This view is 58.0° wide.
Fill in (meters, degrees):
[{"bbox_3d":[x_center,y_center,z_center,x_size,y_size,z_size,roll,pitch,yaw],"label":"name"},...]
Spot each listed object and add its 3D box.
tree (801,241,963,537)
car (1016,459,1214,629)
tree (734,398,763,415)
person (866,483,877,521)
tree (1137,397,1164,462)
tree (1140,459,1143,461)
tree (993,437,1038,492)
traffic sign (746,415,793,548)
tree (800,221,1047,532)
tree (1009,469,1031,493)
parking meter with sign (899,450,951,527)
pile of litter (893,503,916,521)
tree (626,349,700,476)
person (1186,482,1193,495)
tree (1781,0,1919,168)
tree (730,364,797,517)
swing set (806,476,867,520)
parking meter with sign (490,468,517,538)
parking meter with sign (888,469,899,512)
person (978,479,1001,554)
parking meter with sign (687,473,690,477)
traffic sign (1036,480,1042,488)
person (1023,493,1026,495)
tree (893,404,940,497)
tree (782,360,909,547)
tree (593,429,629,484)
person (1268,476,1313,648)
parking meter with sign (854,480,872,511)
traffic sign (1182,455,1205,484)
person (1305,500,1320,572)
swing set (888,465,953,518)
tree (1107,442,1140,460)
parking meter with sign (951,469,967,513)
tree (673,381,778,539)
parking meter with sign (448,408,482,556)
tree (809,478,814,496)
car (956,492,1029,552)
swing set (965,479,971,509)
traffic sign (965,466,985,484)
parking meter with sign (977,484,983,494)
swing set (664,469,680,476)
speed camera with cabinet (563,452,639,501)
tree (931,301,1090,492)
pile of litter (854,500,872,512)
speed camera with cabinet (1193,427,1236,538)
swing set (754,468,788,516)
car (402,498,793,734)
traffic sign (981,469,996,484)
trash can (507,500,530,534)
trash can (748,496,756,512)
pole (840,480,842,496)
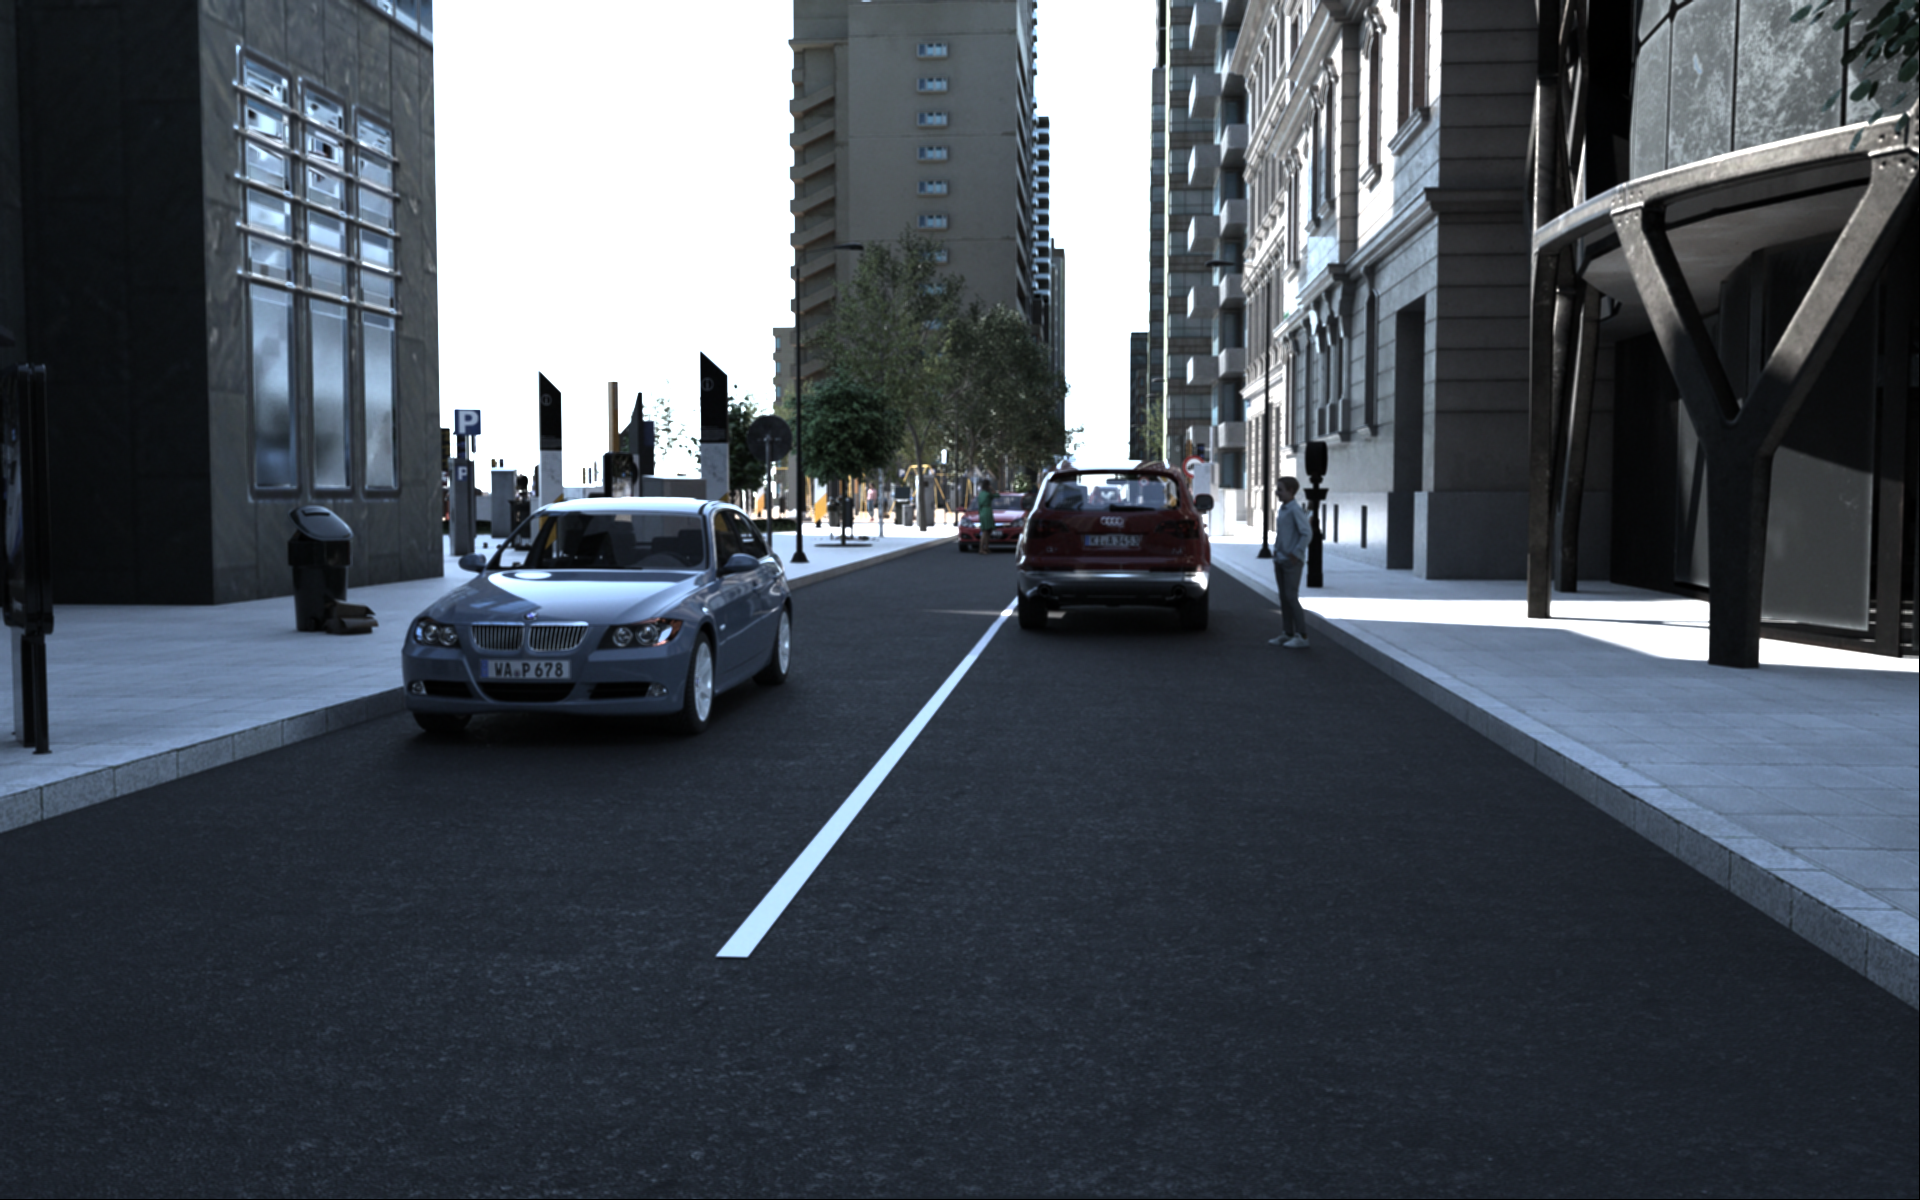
[{"bbox_3d":[-2.108,-6.181,51.416,4.737,8.622,4.395,0,3,0],"label":"tree"},{"bbox_3d":[1.795,-0.690,19.958,2.281,1.827,5.304,0,4,6],"label":"car"},{"bbox_3d":[-16.984,-10.802,126.977,4.360,8.622,3.978,0,3,0],"label":"tree"},{"bbox_3d":[-4.170,-4.596,81.189,0.555,1.821,0.388,2,4,27],"label":"person"},{"bbox_3d":[15.177,-10.821,127.285,4.737,8.622,4.395,0,3,0],"label":"tree"},{"bbox_3d":[16.633,-10.833,160.829,4.285,4.588,4.351,0,3,0],"label":"tree"},{"bbox_3d":[3.483,-9.961,113.232,4.360,8.622,3.978,0,3,0],"label":"tree"},{"bbox_3d":[-3.068,-1.697,27.845,0.768,2.556,0.104,1,4,10],"label":"traffic sign"},{"bbox_3d":[-1.246,-7.605,58.760,8.767,10.594,7.601,0,4,-4],"label":"tree"},{"bbox_3d":[4.645,-8.274,129.883,1.663,3.219,1.824,0,3,0],"label":"tree"},{"bbox_3d":[-1.379,-4.391,68.049,1.738,3.016,0.543,-1,4,-16],"label":"parking meter with sign"},{"bbox_3d":[-2.564,-4.310,84.437,1.176,0.858,1.719,-2,4,-27],"label":"pile of litter"},{"bbox_3d":[-15.386,-8.473,88.897,4.360,8.622,3.978,0,3,0],"label":"tree"},{"bbox_3d":[8.422,-3.520,64.181,0.593,1.750,0.643,3,5,40],"label":"person"},{"bbox_3d":[4.552,-1.341,5.647,4.285,4.588,4.351,0,3,0],"label":"tree"},{"bbox_3d":[-12.080,-9.064,98.555,4.737,8.622,4.395,0,3,0],"label":"tree"},{"bbox_3d":[-6.152,-5.492,87.416,3.119,2.851,2.862,0,4,2],"label":"swing set"},{"bbox_3d":[-13.296,-3.314,50.452,1.738,3.016,0.543,0,4,-6],"label":"parking meter with sign"},{"bbox_3d":[-4.491,-7.651,121.354,0.543,3.016,1.738,-2,4,-32],"label":"parking meter with sign"},{"bbox_3d":[0.611,-2.002,41.482,0.600,1.795,0.529,3,5,44],"label":"person"},{"bbox_3d":[-21.827,-8.976,143.017,1.738,3.016,0.543,-3,5,-44],"label":"parking meter with sign"},{"bbox_3d":[6.888,-9.108,149.024,0.768,2.556,0.104,0,4,8],"label":"traffic sign"},{"bbox_3d":[5.941,-9.181,156.884,0.721,1.736,1.217,2,4,31],"label":"person"},{"bbox_3d":[-3.408,-10.698,125.276,4.360,8.622,3.978,0,3,0],"label":"tree"},{"bbox_3d":[-2.964,-3.604,42.632,4.285,4.588,4.351,0,3,0],"label":"tree"},{"bbox_3d":[-9.653,-3.439,50.823,1.663,3.219,1.824,0,3,0],"label":"tree"},{"bbox_3d":[3.108,-0.372,16.399,0.330,1.601,0.589,0,4,-6],"label":"person"},{"bbox_3d":[-7.228,-8.109,128.847,1.738,3.016,0.543,3,5,39],"label":"parking meter with sign"},{"bbox_3d":[7.626,-3.447,56.471,0.768,2.556,0.104,0,4,8],"label":"traffic sign"},{"bbox_3d":[5.738,-1.070,28.558,0.382,1.210,0.505,-1,4,-14],"label":"person"},{"bbox_3d":[-2.157,-5.969,95.208,2.862,2.851,3.119,-1,4,-20],"label":"swing set"},{"bbox_3d":[22.607,-17.513,236.692,4.360,8.622,3.978,0,3,0],"label":"tree"},{"bbox_3d":[-0.306,-7.565,119.944,1.738,3.016,0.543,3,5,44],"label":"parking meter with sign"},{"bbox_3d":[-3.798,-2.150,29.755,1.663,3.219,1.824,0,3,0],"label":"tree"},{"bbox_3d":[-10.380,-2.438,36.117,0.543,3.016,1.738,-2,4,-25],"label":"parking meter with sign"},{"bbox_3d":[-11.184,-11.092,131.721,4.360,8.622,3.978,0,3,0],"label":"tree"},{"bbox_3d":[1.016,-2.165,44.439,2.155,1.783,4.494,0,4,7],"label":"car"},{"bbox_3d":[-0.554,-8.471,136.127,3.119,2.851,2.862,-1,4,-11],"label":"swing set"},{"bbox_3d":[0.602,-4.221,71.206,0.795,2.593,0.064,0,4,5],"label":"traffic sign"},{"bbox_3d":[1.605,-8.356,132.877,0.543,3.016,1.738,2,4,30],"label":"parking meter with sign"},{"bbox_3d":[-19.994,-7.652,122.733,2.862,2.851,3.119,0,4,-7],"label":"swing set"},{"bbox_3d":[-7.746,-2.639,37.485,0.660,3.252,2.038,2,4,24],"label":"speed camera with cabinet"},{"bbox_3d":[2.537,-11.404,103.458,9.611,12.733,9.660,0,3,0],"label":"tree"},{"bbox_3d":[-7.142,-6.803,125.187,1.719,0.858,1.176,-1,4,-11],"label":"pile of litter"},{"bbox_3d":[7.578,-3.495,51.486,0.660,3.252,2.038,2,4,30],"label":"speed camera with cabinet"},{"bbox_3d":[-10.823,-6.499,103.881,3.119,2.851,2.862,0,4,2],"label":"swing set"},{"bbox_3d":[-2.276,0.005,11.913,2.014,1.417,4.499,0,4,4],"label":"car"},{"bbox_3d":[1.256,-4.708,79.164,0.795,2.593,0.064,0,4,5],"label":"traffic sign"},{"bbox_3d":[-9.860,-1.685,39.210,0.748,1.137,0.748,0,3,0],"label":"trash can"},{"bbox_3d":[-14.549,-6.680,120.874,0.748,1.137,0.748,0,3,0],"label":"trash can"},{"bbox_3d":[-9.642,-8.959,140.320,0.158,3.312,0.155,0,3,0],"label":"pole"}]
